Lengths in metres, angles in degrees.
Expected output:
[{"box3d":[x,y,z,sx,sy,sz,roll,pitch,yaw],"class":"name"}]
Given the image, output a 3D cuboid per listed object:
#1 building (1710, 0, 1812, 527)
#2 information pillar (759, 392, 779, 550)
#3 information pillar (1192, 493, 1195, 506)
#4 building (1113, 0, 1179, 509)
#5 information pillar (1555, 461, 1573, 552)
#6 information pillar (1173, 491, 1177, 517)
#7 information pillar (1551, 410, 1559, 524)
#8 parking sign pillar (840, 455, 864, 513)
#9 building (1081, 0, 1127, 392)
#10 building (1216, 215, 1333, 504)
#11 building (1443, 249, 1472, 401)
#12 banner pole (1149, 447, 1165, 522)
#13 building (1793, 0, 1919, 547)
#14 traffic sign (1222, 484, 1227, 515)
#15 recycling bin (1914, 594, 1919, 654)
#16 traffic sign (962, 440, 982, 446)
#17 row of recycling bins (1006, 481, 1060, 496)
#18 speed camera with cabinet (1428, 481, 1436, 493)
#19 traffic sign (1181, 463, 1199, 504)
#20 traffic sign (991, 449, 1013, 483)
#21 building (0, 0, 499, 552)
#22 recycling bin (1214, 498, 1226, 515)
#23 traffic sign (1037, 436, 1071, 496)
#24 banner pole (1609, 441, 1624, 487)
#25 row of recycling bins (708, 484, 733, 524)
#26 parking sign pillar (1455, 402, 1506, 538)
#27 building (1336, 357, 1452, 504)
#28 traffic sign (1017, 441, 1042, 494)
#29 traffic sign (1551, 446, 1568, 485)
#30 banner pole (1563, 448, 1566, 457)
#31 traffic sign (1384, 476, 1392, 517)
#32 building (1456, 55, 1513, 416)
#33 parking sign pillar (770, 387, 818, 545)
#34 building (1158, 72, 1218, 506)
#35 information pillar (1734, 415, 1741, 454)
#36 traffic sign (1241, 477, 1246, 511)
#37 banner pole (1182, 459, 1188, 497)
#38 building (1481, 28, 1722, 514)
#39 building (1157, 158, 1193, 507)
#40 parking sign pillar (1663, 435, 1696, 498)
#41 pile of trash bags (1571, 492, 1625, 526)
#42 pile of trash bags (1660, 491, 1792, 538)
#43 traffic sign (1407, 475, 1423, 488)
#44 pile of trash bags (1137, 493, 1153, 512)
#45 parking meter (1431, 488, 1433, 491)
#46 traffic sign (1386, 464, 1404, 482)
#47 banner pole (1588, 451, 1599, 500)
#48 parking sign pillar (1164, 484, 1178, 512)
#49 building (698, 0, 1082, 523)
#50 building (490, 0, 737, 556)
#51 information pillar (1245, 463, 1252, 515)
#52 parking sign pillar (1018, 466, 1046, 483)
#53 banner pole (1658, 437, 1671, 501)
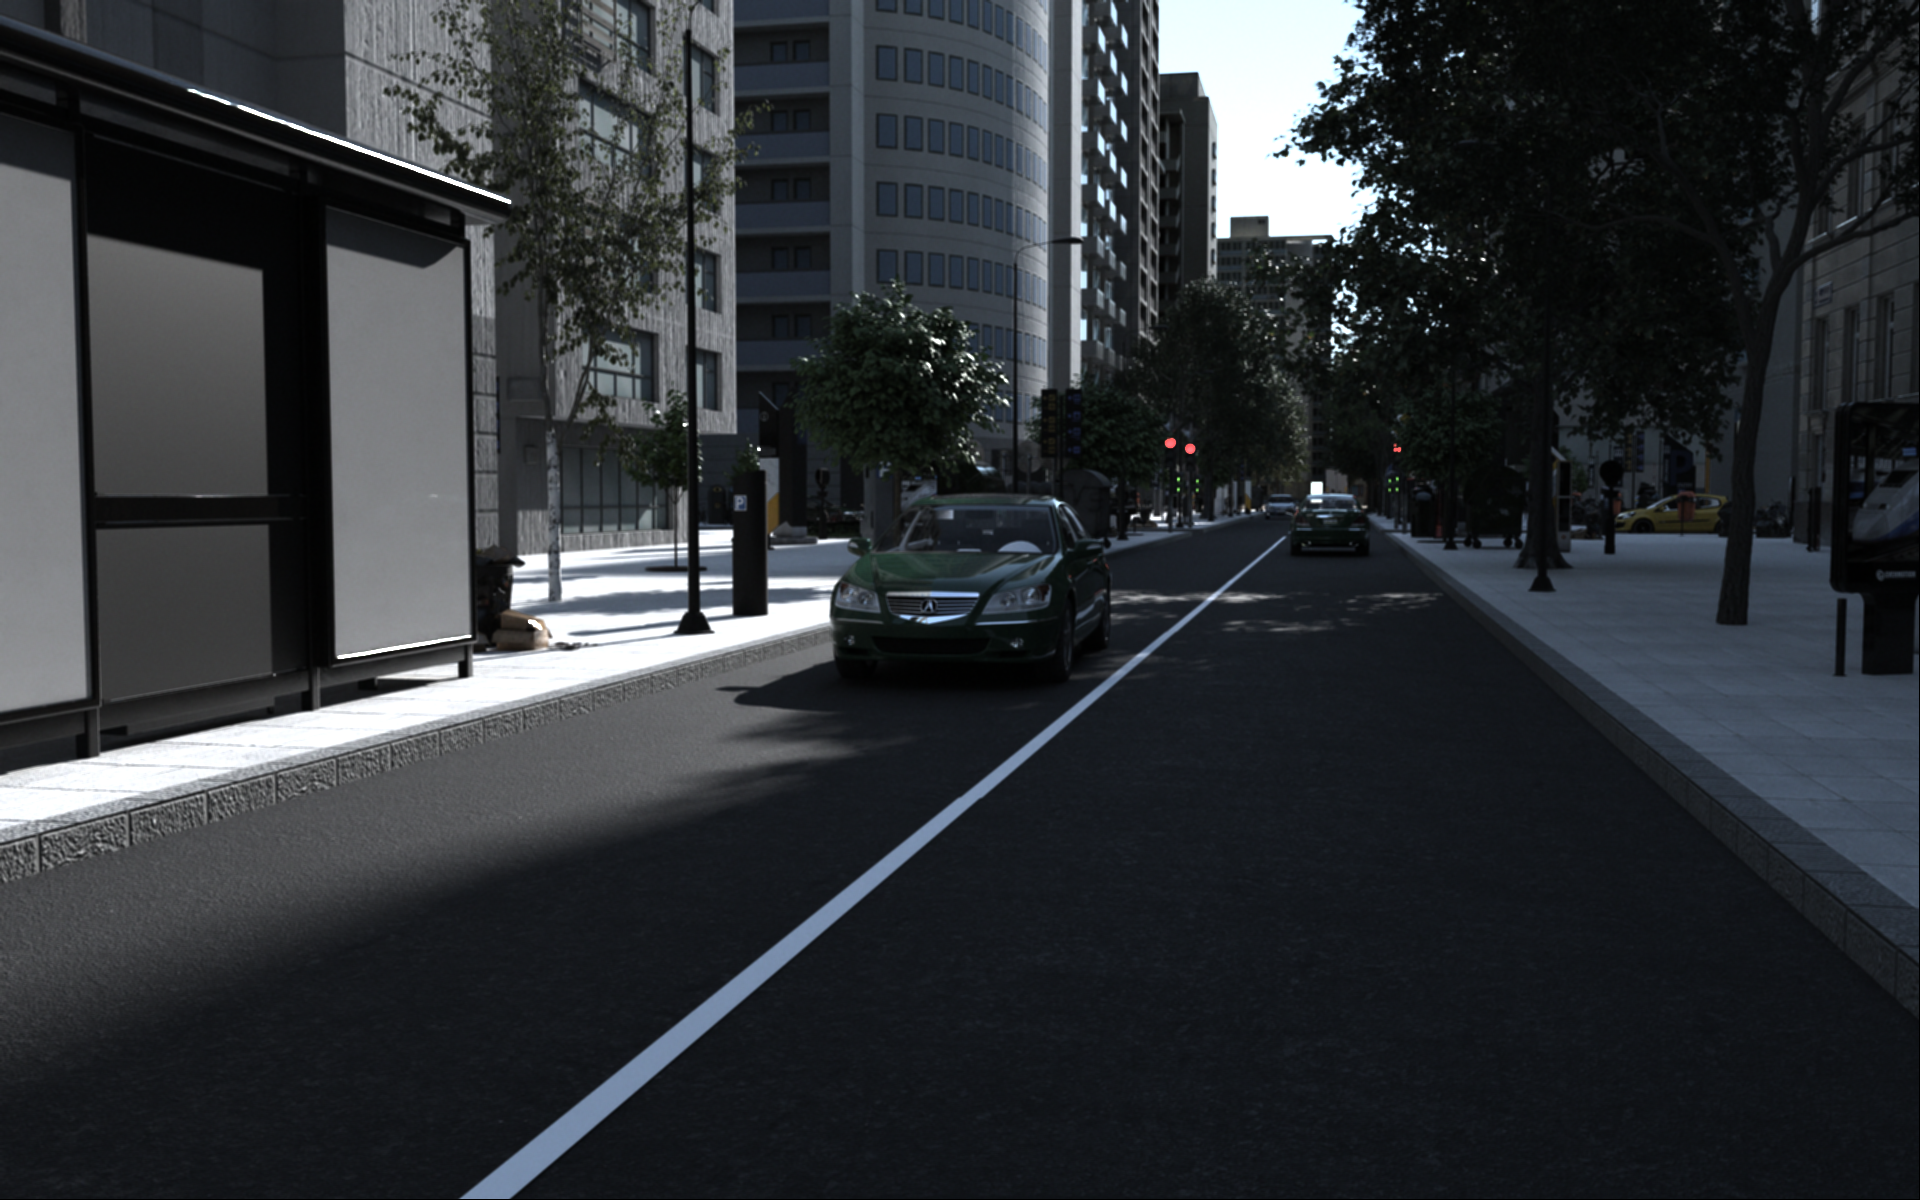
[{"box3d":[44.982,-27.570,74.466,21.600,48.544,21.300,1,4,12],"class":"building"},{"box3d":[-4.393,-2.961,39.763,0.504,3.616,0.183,2,4,24],"class":"information pillar"},{"box3d":[17.284,-8.436,129.290,0.504,3.616,0.183,1,4,14],"class":"information pillar"},{"box3d":[8.922,-43.613,151.331,20.563,71.187,20.611,1,4,12],"class":"building"},{"box3d":[13.317,-2.062,38.206,0.304,2.012,0.304,1,4,13],"class":"information pillar"},{"box3d":[12.157,-5.745,98.416,0.304,2.012,0.304,-1,4,-18],"class":"information pillar"},{"box3d":[14.684,-3.169,43.160,0.504,3.616,0.183,-2,4,-26],"class":"information pillar"},{"box3d":[-4.255,-5.067,71.316,1.447,3.967,1.447,0,4,7],"class":"parking sign pillar"},{"box3d":[0.092,-30.983,126.174,23.786,49.044,30.456,1,4,12],"class":"building"},{"box3d":[40.661,-33.816,244.767,23.993,40.220,32.217,1,4,12],"class":"building"},{"box3d":[63.081,-34.445,182.784,23.786,49.044,30.456,1,4,12],"class":"building"},{"box3d":[9.208,-5.533,80.483,0.863,3.779,0.401,2,4,26],"class":"banner pole"},{"box3d":[24.800,-14.332,31.599,12.463,27.353,25.104,1,4,12],"class":"building"},{"box3d":[15.794,-6.356,104.033,0.768,2.556,0.104,1,4,22],"class":"traffic sign"},{"box3d":[7.943,-0.095,14.112,0.722,1.027,0.722,-2,4,-29],"class":"recycling bin"},{"box3d":[0.194,-2.435,39.912,0.768,2.556,0.104,1,4,16],"class":"traffic sign"},{"box3d":[2.548,-3.049,56.958,1.069,1.692,3.534,2,4,27],"class":"row of recycling bins"},{"box3d":[20.296,-4.905,74.526,0.660,3.252,2.038,0,4,5],"class":"speed camera with cabinet"},{"box3d":[9.151,-4.222,69.131,0.768,2.556,0.104,1,4,17],"class":"traffic sign"},{"box3d":[0.981,-2.260,39.073,0.606,2.300,0.079,1,4,20],"class":"traffic sign"},{"box3d":[-20.349,-28.842,13.574,21.231,58.520,28.212,1,4,12],"class":"building"},{"box3d":[16.422,-5.909,109.164,0.722,1.027,0.722,-2,4,-28],"class":"recycling bin"},{"box3d":[2.056,-2.316,37.970,0.768,2.556,0.104,1,4,18],"class":"traffic sign"},{"box3d":[30.132,-5.488,79.750,0.863,3.779,0.401,3,5,43],"class":"banner pole"},{"box3d":[-9.059,-4.045,73.256,3.534,1.692,1.069,1,4,20],"class":"row of recycling bins"},{"box3d":[15.378,-3.828,51.061,1.447,3.967,1.447,1,4,12],"class":"parking sign pillar"},{"box3d":[66.060,-24.016,237.694,28.899,21.520,27.650,1,4,12],"class":"building"},{"box3d":[1.630,-2.519,41.298,0.768,2.556,0.104,1,4,20],"class":"traffic sign"},{"box3d":[14.151,-2.463,41.460,0.795,2.450,0.064,1,4,20],"class":"traffic sign"},{"box3d":[32.538,-6.325,93.438,0.401,3.779,0.863,2,4,26],"class":"banner pole"},{"box3d":[22.929,-5.622,92.022,0.768,2.556,0.104,1,4,17],"class":"traffic sign"},{"box3d":[56.234,-30.549,154.102,22.147,44.769,28.867,1,4,12],"class":"building"},{"box3d":[-4.373,-3.419,44.369,1.447,3.967,1.447,-2,4,-29],"class":"parking sign pillar"},{"box3d":[18.063,-35.147,198.348,21.600,48.544,21.300,1,4,12],"class":"building"},{"box3d":[21.130,-3.397,46.901,0.504,3.616,0.183,-2,4,-31],"class":"information pillar"},{"box3d":[21.055,-7.805,127.713,0.768,2.556,0.104,1,4,19],"class":"traffic sign"},{"box3d":[14.265,-7.304,109.438,0.863,3.779,0.401,-1,4,-22],"class":"banner pole"},{"box3d":[50.883,-32.355,118.241,28.713,52.752,27.495,1,4,12],"class":"building"},{"box3d":[7.170,-29.575,175.434,32.217,40.220,23.993,1,4,12],"class":"building"},{"box3d":[31.775,-5.384,76.502,1.447,3.967,1.447,0,4,-5],"class":"parking sign pillar"},{"box3d":[25.985,-3.691,70.101,1.912,1.369,3.447,0,4,-1],"class":"pile of trash bags"},{"box3d":[23.200,-2.586,52.040,1.912,1.369,3.447,-3,5,-43],"class":"pile of trash bags"},{"box3d":[17.270,-4.008,65.539,0.884,2.594,0.081,1,4,16],"class":"traffic sign"},{"box3d":[12.528,-6.853,121.803,1.912,1.369,3.447,0,4,1],"class":"pile of trash bags"},{"box3d":[19.211,-3.831,71.055,0.372,1.533,0.369,0,3,0],"class":"parking meter"},{"box3d":[17.703,-4.296,70.353,0.768,2.556,0.104,1,4,15],"class":"traffic sign"},{"box3d":[36.924,-6.785,100.951,0.401,3.779,0.863,-2,4,-33],"class":"banner pole"},{"box3d":[15.108,-8.292,124.047,1.447,3.967,1.447,2,4,27],"class":"parking sign pillar"},{"box3d":[-6.123,-33.462,89.099,21.231,58.520,28.212,1,4,12],"class":"building"},{"box3d":[-13.566,-21.955,42.567,14.086,41.232,14.154,1,4,12],"class":"building"},{"box3d":[17.851,-7.087,107.231,0.504,3.616,0.183,-3,5,-41],"class":"information pillar"},{"box3d":[3.175,-5.414,76.986,1.447,3.967,1.447,2,4,30],"class":"parking sign pillar"},{"box3d":[29.984,-5.125,73.808,0.863,3.779,0.401,-2,4,-26],"class":"banner pole"}]
